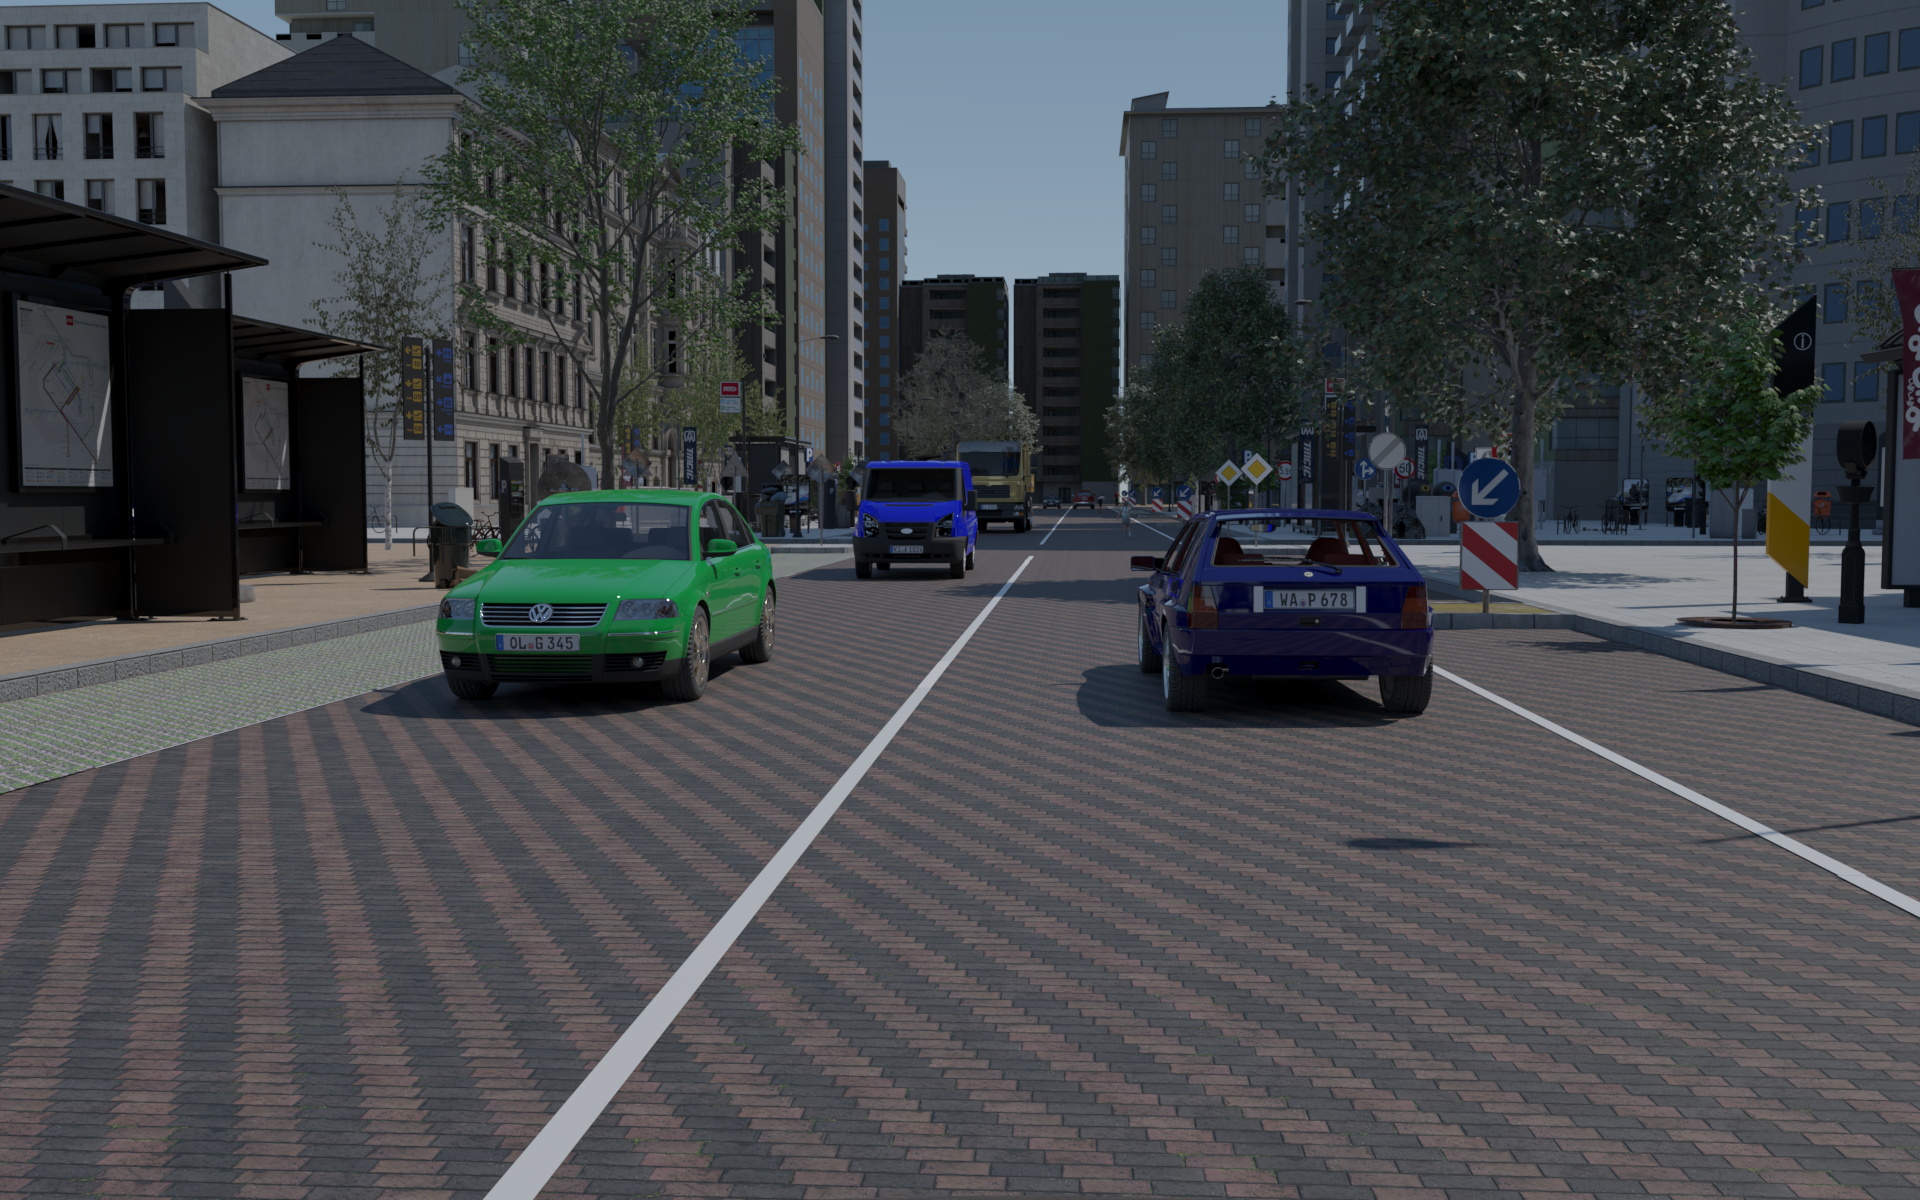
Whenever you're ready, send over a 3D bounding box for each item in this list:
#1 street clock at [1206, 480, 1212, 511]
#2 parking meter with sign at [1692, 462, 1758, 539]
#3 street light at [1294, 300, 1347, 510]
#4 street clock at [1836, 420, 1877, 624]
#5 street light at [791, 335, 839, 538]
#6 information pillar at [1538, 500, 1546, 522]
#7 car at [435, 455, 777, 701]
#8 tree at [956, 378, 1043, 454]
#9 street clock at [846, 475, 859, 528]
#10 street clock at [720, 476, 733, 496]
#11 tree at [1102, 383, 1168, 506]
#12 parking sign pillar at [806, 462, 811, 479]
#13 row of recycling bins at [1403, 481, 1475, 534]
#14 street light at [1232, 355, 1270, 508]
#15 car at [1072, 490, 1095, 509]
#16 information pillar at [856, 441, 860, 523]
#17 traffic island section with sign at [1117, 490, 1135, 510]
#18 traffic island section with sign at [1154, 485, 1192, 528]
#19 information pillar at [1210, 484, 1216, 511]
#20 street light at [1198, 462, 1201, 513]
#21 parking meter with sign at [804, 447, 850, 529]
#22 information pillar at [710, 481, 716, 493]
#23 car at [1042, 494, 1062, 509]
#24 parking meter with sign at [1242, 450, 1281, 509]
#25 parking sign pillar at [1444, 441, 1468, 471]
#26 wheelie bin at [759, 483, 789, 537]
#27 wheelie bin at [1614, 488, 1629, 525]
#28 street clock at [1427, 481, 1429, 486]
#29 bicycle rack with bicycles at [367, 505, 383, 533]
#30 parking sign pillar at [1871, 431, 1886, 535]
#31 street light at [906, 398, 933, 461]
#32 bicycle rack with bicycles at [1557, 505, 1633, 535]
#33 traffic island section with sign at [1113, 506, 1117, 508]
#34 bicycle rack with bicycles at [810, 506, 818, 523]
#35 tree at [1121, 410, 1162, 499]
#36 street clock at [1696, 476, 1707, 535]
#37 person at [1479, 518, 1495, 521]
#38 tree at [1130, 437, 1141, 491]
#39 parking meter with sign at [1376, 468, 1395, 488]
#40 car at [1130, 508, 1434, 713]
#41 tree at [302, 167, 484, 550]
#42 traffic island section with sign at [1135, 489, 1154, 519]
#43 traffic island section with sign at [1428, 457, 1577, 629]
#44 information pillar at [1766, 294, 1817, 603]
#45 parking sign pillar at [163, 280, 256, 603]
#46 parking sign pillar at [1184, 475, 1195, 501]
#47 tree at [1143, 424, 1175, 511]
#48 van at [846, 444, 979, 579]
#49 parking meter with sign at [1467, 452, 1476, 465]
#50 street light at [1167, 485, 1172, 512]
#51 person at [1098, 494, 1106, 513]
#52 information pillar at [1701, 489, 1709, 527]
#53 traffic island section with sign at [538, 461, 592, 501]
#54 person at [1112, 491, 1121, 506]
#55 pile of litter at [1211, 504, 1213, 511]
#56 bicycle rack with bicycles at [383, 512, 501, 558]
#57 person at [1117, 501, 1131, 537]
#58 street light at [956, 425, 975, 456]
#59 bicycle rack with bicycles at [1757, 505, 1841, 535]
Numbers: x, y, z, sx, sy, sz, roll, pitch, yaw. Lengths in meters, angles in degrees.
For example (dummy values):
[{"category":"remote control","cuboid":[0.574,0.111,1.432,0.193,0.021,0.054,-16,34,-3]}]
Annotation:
[{"category":"street clock","cuboid":[13.185,-5.336,91.816,0.358,2.002,0.471,1,4,9]},{"category":"parking meter with sign","cuboid":[22.020,-3.278,49.849,1.738,3.016,0.543,3,4,36]},{"category":"street light","cuboid":[8.693,-4.221,41.550,1.470,5.913,1.316,0,4,4]},{"category":"street clock","cuboid":[8.842,-0.768,17.120,0.471,2.002,0.358,-3,5,-44]},{"category":"street light","cuboid":[-4.243,-4.788,50.827,1.470,5.913,1.316,0,4,4]},{"category":"information pillar","cuboid":[26.889,-4.626,80.128,0.304,2.012,0.304,0,4,-6]},{"category":"car","cuboid":[-2.583,-0.286,13.469,1.959,1.807,4.718,0,4,3]},{"category":"tree","cuboid":[4.203,-17.273,189.066,9.857,13.997,8.962,0,3,0]},{"category":"street clock","cuboid":[-4.127,-3.783,66.428,0.471,2.002,0.358,1,4,12]},{"category":"street clock","cuboid":[-9.235,-3.909,68.476,0.471,2.002,0.358,-1,4,-20]},{"category":"tree","cuboid":[20.589,-17.521,193.126,9.857,13.997,8.962,0,3,0]},{"category":"parking sign pillar","cuboid":[-8.532,-6.312,91.667,1.447,3.967,1.447,2,4,26]},{"category":"row of recycling bins","cuboid":[16.186,-3.006,56.266,3.534,1.692,1.069,0,4,2]},{"category":"street light","cuboid":[9.749,-5.211,57.748,1.470,5.913,1.316,0,4,4]},{"category":"car","cuboid":[11.918,-9.675,166.862,2.281,1.827,5.304,0,4,2]},{"category":"information pillar","cuboid":[-4.475,-5.195,76.288,0.183,3.616,0.504,0,4,-6]},{"category":"traffic island section with sign","cuboid":[14.941,-8.743,151.571,1.989,1.847,2.006,0,4,4]},{"category":"traffic island section with sign","cuboid":[9.509,-4.035,74.606,1.989,1.847,2.006,0,4,4]},{"category":"information pillar","cuboid":[18.144,-7.326,124.265,0.304,2.012,0.304,-3,5,-42]},{"category":"street light","cuboid":[12.143,-7.282,91.608,1.470,5.913,1.316,0,4,4]},{"category":"parking meter with sign","cuboid":[-4.916,-4.174,64.512,1.738,3.016,0.543,2,4,25]},{"category":"information pillar","cuboid":[-13.705,-5.599,96.028,0.304,2.012,0.304,-2,4,-28]},{"category":"car","cuboid":[9.124,-9.894,171.553,2.009,1.686,4.222,0,4,6]},{"category":"parking meter with sign","cuboid":[11.838,-4.374,67.783,0.543,3.016,1.738,-3,4,-37]},{"category":"parking sign pillar","cuboid":[24.949,-6.030,87.062,1.447,3.967,1.447,-3,5,-42]},{"category":"wheelie bin","cuboid":[-5.558,-2.665,51.488,0.980,1.594,0.693,1,4,14]},{"category":"wheelie bin","cuboid":[28.032,-3.989,73.126,0.693,1.594,0.980,0,4,5]},{"category":"street clock","cuboid":[24.243,-5.235,90.170,0.358,2.002,0.471,1,4,22]},{"category":"bicycle rack with bicycles","cuboid":[-19.903,-2.636,56.481,2.852,0.926,2.925,2,4,30]},{"category":"parking sign pillar","cuboid":[29.277,-4.005,53.957,1.447,3.967,1.447,-1,4,-19]},{"category":"street light","cuboid":[-2.007,-6.787,83.511,1.470,5.913,1.316,0,4,4]},{"category":"bicycle rack with bicycles","cuboid":[20.377,-2.580,55.565,2.852,0.926,2.925,2,4,27]},{"category":"traffic island section with sign","cuboid":[16.878,-10.426,179.090,1.989,1.847,2.006,0,4,4]},{"category":"bicycle rack with bicycles","cuboid":[-6.371,-3.814,75.736,2.925,0.926,2.852,0,4,-6]},{"category":"tree","cuboid":[18.694,-14.021,163.654,7.601,10.594,8.767,0,4,-7]},{"category":"street clock","cuboid":[23.503,-3.068,54.733,0.471,2.002,0.358,2,4,27]},{"category":"person","cuboid":[13.408,-2.149,43.660,0.654,1.822,0.581,0,4,3]},{"category":"tree","cuboid":[19.998,-14.331,184.666,4.737,8.622,4.395,0,3,0]},{"category":"parking meter with sign","cuboid":[26.889,-6.979,110.366,1.738,3.016,0.543,-1,4,-8]},{"category":"car","cuboid":[2.256,-0.008,12.718,1.945,1.354,3.894,0,4,2]},{"category":"tree","cuboid":[-13.136,-5.472,39.835,4.360,8.622,3.978,0,3,0]},{"category":"traffic island section with sign","cuboid":[11.413,-5.680,101.494,1.989,1.847,2.006,0,4,4]},{"category":"traffic island section with sign","cuboid":[5.622,-0.657,19.367,1.989,1.847,2.006,0,4,4]},{"category":"information pillar","cuboid":[9.794,-1.776,20.396,0.504,3.616,0.183,0,4,3]},{"category":"parking sign pillar","cuboid":[-9.127,-1.953,20.411,1.447,3.967,1.447,3,5,42]},{"category":"parking sign pillar","cuboid":[16.034,-8.102,120.946,1.447,3.967,1.447,0,4,-8]},{"category":"tree","cuboid":[15.671,-10.949,129.379,4.360,8.622,3.978,0,3,0]},{"category":"van","cuboid":[-0.742,-1.635,31.124,2.240,2.365,5.245,0,4,3]},{"category":"parking meter with sign","cuboid":[21.185,-4.671,72.624,0.543,3.016,1.738,0,4,-8]},{"category":"street light","cuboid":[14.506,-9.281,124.283,1.470,5.913,1.316,0,4,4]},{"category":"person","cuboid":[10.619,-7.208,129.542,0.628,1.438,0.799,0,4,3]},{"category":"information pillar","cuboid":[29.015,-3.842,67.310,0.304,2.012,0.304,0,4,5]},{"category":"traffic island section with sign","cuboid":[-4.716,-0.706,20.170,1.989,1.847,2.006,0,4,4]},{"category":"person","cuboid":[17.994,-11.615,198.368,1.348,1.831,0.705,-2,4,-25]},{"category":"pile of litter","cuboid":[15.042,-5.470,103.395,1.176,0.858,1.719,0,4,5]},{"category":"bicycle rack with bicycles","cuboid":[-9.786,-1.357,35.566,2.925,0.926,2.852,-3,5,-41]},{"category":"person","cuboid":[5.452,-2.686,57.437,0.505,1.210,0.382,1,4,15]},{"category":"street light","cuboid":[0.287,-8.786,116.191,1.470,5.913,1.316,0,4,4]},{"category":"bicycle rack with bicycles","cuboid":[26.187,-2.524,54.643,2.925,0.926,2.852,-2,4,-29]}]
